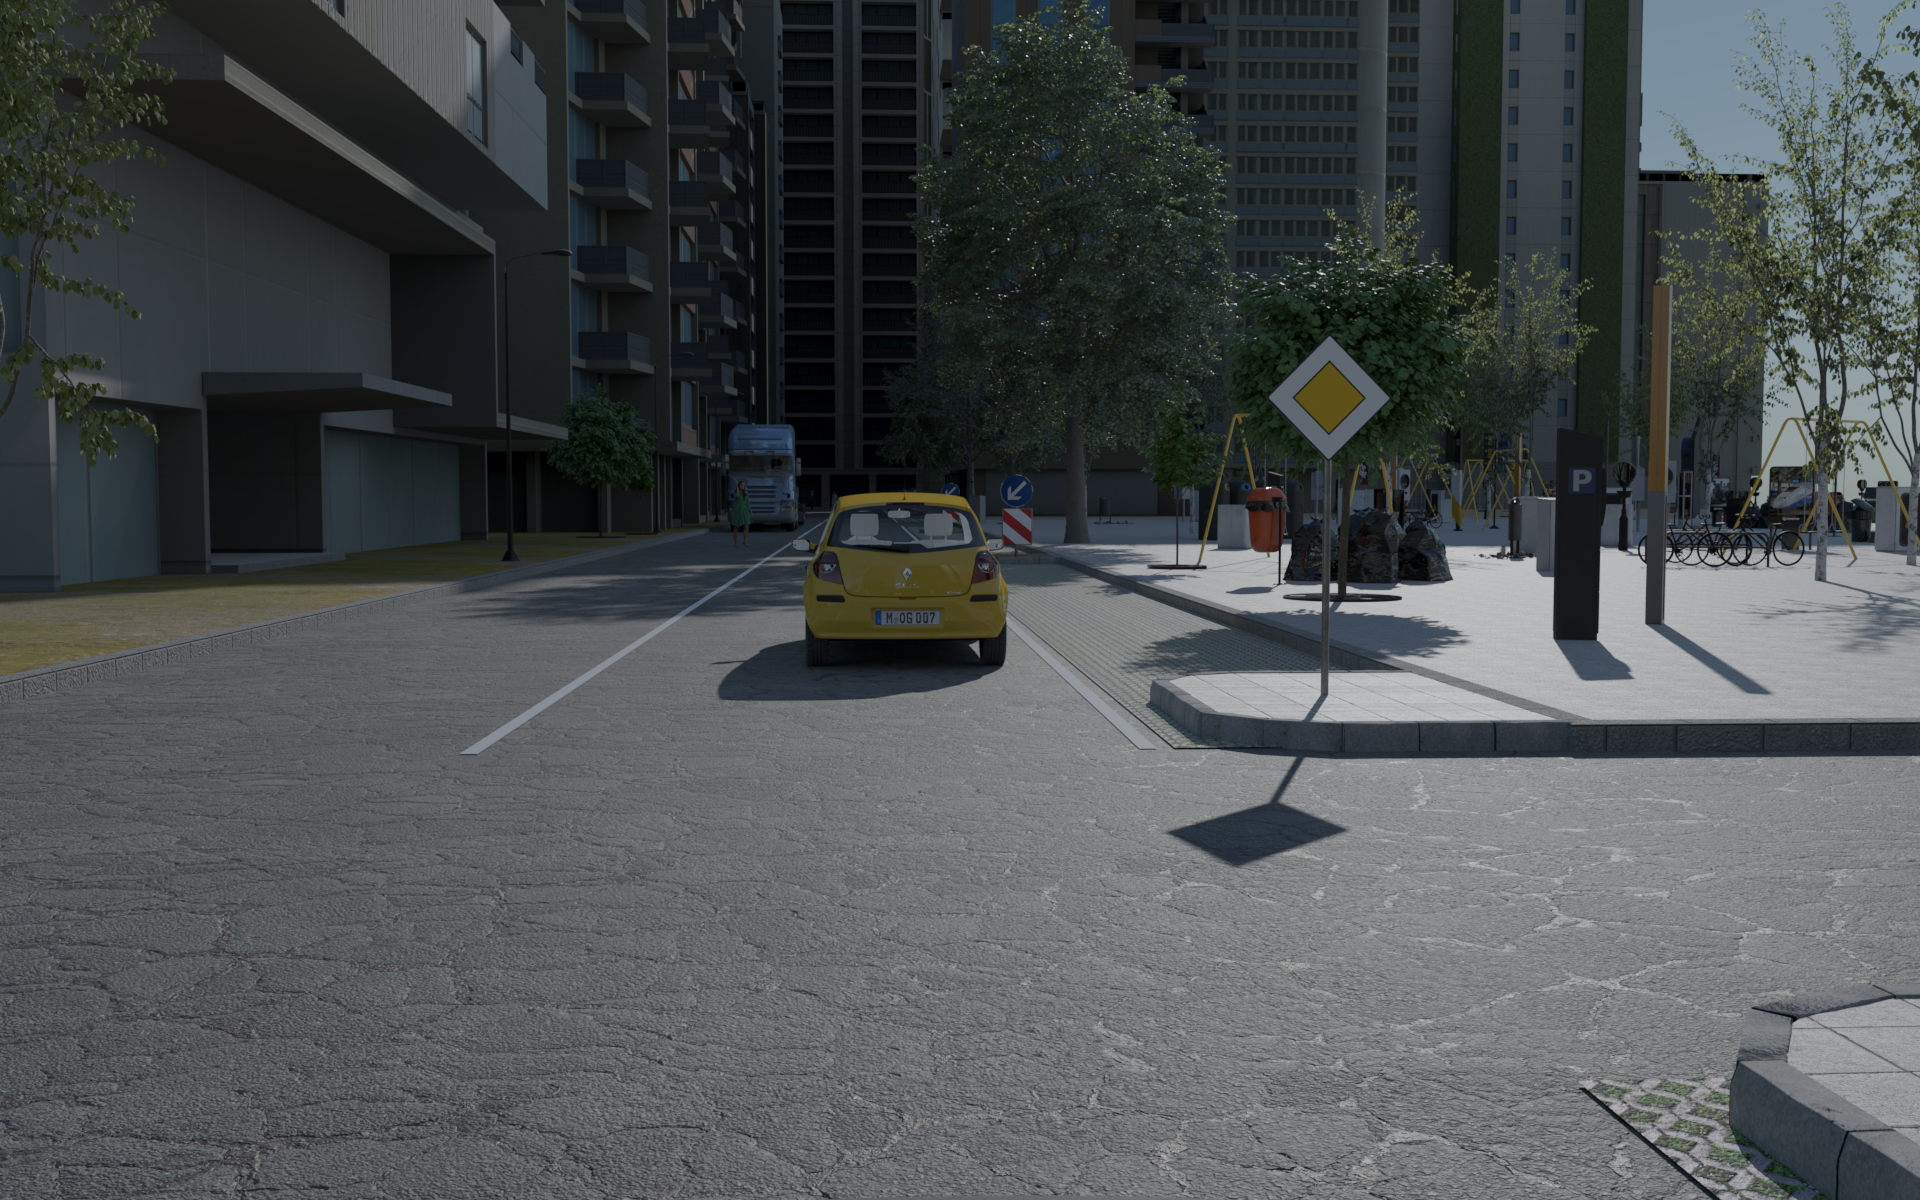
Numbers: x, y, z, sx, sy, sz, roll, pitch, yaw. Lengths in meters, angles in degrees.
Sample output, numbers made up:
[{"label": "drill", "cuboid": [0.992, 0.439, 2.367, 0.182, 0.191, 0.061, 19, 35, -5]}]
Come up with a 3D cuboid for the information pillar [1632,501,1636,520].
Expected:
[{"label": "information pillar", "cuboid": [32.998, -4.926, 85.027, 0.304, 2.012, 0.304, 0, 4, 3]}]

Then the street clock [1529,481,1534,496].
[{"label": "street clock", "cuboid": [28.162, -4.971, 85.840, 0.358, 2.002, 0.471, -2, 4, -35]}]

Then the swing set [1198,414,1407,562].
[{"label": "swing set", "cuboid": [6.431, -2.174, 33.170, 3.119, 2.851, 2.862, 3, 4, 38]}]

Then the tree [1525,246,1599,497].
[{"label": "tree", "cuboid": [16.648, -6.178, 51.374, 4.360, 8.622, 3.978, 0, 3, 0]}]

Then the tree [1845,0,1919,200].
[{"label": "tree", "cuboid": [10.568, -3.993, 15.641, 4.737, 8.622, 4.395, 0, 3, 0]}]

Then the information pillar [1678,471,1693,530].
[{"label": "information pillar", "cuboid": [23.505, -3.159, 56.148, 0.304, 2.012, 0.304, -1, 4, -8]}]

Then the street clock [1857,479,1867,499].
[{"label": "street clock", "cuboid": [44.628, -4.964, 85.729, 0.471, 2.002, 0.358, -2, 4, -26]}]

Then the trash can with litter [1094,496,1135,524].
[{"label": "trash can with litter", "cuboid": [6.609, -3.858, 74.134, 2.233, 1.210, 1.678, -2, 4, -25]}]

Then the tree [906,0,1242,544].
[{"label": "tree", "cuboid": [3.075, -8.443, 44.693, 9.857, 13.997, 8.962, 0, 3, 0]}]

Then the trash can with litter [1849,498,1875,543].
[{"label": "trash can with litter", "cuboid": [24.103, -2.107, 45.843, 0.624, 1.170, 1.055, -2, 4, -25]}]

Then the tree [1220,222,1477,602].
[{"label": "tree", "cuboid": [4.644, -2.284, 21.056, 4.285, 4.588, 4.351, 0, 3, 0]}]

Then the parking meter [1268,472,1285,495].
[{"label": "parking meter", "cuboid": [8.301, -2.433, 45.491, 0.399, 1.863, 0.255, 2, 4, 34]}]

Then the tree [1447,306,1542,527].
[{"label": "tree", "cuboid": [20.517, -7.134, 67.009, 4.737, 8.622, 4.395, 0, 3, 0]}]

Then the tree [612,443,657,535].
[{"label": "tree", "cuboid": [-10.098, -3.694, 54.994, 1.663, 3.219, 1.824, 0, 3, 0]}]

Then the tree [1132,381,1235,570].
[{"label": "tree", "cuboid": [3.741, -2.145, 29.665, 1.663, 3.219, 1.824, 0, 3, 0]}]

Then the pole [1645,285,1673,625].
[{"label": "pole", "cuboid": [6.871, -1.418, 17.027, 0.158, 3.312, 0.155, 0, 3, 0]}]

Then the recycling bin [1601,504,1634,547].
[{"label": "recycling bin", "cuboid": [16.179, -1.841, 42.662, 0.722, 1.027, 0.722, 2, 4, 24]}]

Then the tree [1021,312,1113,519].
[{"label": "tree", "cuboid": [4.350, -6.911, 63.359, 4.737, 8.622, 4.395, 0, 3, 0]}]

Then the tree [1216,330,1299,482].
[{"label": "tree", "cuboid": [12.802, -7.565, 74.049, 4.737, 8.622, 4.395, 0, 3, 0]}]

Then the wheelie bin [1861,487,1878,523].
[{"label": "wheelie bin", "cuboid": [40.850, -4.259, 77.537, 0.980, 1.594, 0.693, 3, 5, 39]}]

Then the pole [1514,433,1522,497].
[{"label": "pole", "cuboid": [18.639, -3.917, 57.892, 0.158, 3.312, 0.155, 0, 3, 0]}]

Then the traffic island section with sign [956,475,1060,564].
[{"label": "traffic island section with sign", "cuboid": [1.006, -1.671, 35.949, 1.989, 1.847, 2.006, 0, 4, -3]}]

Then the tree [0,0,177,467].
[{"label": "tree", "cuboid": [-8.633, -3.946, 14.884, 4.737, 8.622, 4.395, 0, 3, 0]}]

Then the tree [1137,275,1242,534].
[{"label": "tree", "cuboid": [7.379, -6.443, 55.713, 4.360, 8.622, 3.978, 0, 3, 0]}]

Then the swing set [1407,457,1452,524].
[{"label": "swing set", "cuboid": [18.998, -4.522, 71.554, 2.862, 2.851, 3.119, 0, 4, -5]}]

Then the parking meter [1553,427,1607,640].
[{"label": "parking meter", "cuboid": [5.464, -0.585, 15.270, 0.399, 1.863, 0.255, 1, 4, 10]}]

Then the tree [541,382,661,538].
[{"label": "tree", "cuboid": [-10.537, -4.105, 50.826, 4.285, 4.588, 4.351, 0, 3, 0]}]

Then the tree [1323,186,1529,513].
[{"label": "tree", "cuboid": [10.450, -5.568, 41.392, 4.360, 8.622, 3.978, 0, 3, 0]}]

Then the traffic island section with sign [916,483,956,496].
[{"label": "traffic island section with sign", "cuboid": [-0.490, -3.353, 63.456, 1.989, 1.847, 2.006, 0, 4, -3]}]

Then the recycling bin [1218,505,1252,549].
[{"label": "recycling bin", "cuboid": [6.557, -1.741, 41.018, 0.722, 1.027, 0.722, 2, 4, 29]}]

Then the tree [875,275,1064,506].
[{"label": "tree", "cuboid": [0.428, -10.412, 87.247, 9.611, 12.733, 9.660, 0, 3, 0]}]

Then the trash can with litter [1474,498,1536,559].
[{"label": "trash can with litter", "cuboid": [10.983, -1.459, 34.912, 1.678, 1.210, 2.233, 2, 4, 32]}]

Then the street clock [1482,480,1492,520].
[{"label": "street clock", "cuboid": [26.432, -5.035, 86.884, 0.358, 2.002, 0.471, -1, 4, -18]}]

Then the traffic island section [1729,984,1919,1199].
[{"label": "traffic island section", "cuboid": [2.780, 1.173, 3.101, 2.009, 0.180, 2.903, 0, 4, -3]}]

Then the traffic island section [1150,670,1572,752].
[{"label": "traffic island section", "cuboid": [2.348, 0.685, 11.074, 2.009, 0.180, 2.903, 0, 4, -3]}]

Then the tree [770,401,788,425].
[{"label": "tree", "cuboid": [-15.270, -11.194, 133.379, 4.360, 8.622, 3.978, 0, 3, 0]}]

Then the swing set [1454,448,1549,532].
[{"label": "swing set", "cuboid": [19.217, -3.839, 60.388, 2.862, 2.851, 3.119, 0, 4, -1]}]

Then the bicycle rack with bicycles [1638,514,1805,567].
[{"label": "bicycle rack with bicycles", "cuboid": [13.638, -1.092, 31.231, 2.925, 0.926, 2.852, 1, 4, 14]}]

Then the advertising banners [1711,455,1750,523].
[{"label": "advertising banners", "cuboid": [34.153, -4.935, 76.876, 0.090, 3.025, 2.074, -2, 4, -29]}]

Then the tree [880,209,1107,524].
[{"label": "tree", "cuboid": [2.210, -9.972, 73.411, 12.009, 13.543, 11.850, 0, 3, 0]}]

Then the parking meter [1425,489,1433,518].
[{"label": "parking meter", "cuboid": [23.359, -4.760, 86.230, 0.372, 1.533, 0.369, 0, 3, 0]}]

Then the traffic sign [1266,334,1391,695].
[{"label": "traffic sign", "cuboid": [2.325, -0.450, 10.996, 0.795, 2.450, 0.064, 0, 4, -3]}]

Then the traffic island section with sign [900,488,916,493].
[{"label": "traffic island section with sign", "cuboid": [-4.630, -8.032, 139.947, 1.989, 1.847, 2.006, 0, 4, -3]}]

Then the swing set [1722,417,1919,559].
[{"label": "swing set", "cuboid": [17.940, -2.351, 36.052, 3.119, 2.851, 2.862, -3, 4, -36]}]

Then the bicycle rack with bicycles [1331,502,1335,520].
[{"label": "bicycle rack with bicycles", "cuboid": [19.299, -4.416, 85.578, 2.852, 0.926, 2.925, 1, 4, 18]}]

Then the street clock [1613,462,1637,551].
[{"label": "street clock", "cuboid": [15.078, -2.126, 39.326, 0.471, 2.002, 0.358, 2, 4, 30]}]

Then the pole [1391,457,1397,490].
[{"label": "pole", "cuboid": [13.091, -3.572, 52.238, 0.158, 3.312, 0.155, 0, 3, 0]}]

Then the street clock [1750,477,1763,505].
[{"label": "street clock", "cuboid": [33.946, -4.241, 73.903, 0.471, 2.002, 0.358, -1, 4, -12]}]

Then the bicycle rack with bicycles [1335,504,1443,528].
[{"label": "bicycle rack with bicycles", "cuboid": [16.250, -3.158, 65.019, 2.852, 0.926, 2.925, -2, 4, -29]}]

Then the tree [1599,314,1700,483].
[{"label": "tree", "cuboid": [28.787, -7.417, 71.636, 4.737, 8.622, 4.395, 0, 3, 0]}]

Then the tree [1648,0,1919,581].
[{"label": "tree", "cuboid": [12.506, -4.589, 25.395, 4.360, 8.622, 3.978, 0, 3, 0]}]

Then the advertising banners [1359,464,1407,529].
[{"label": "advertising banners", "cuboid": [12.201, -3.305, 50.227, 0.090, 3.025, 2.074, -2, 4, -29]}]
